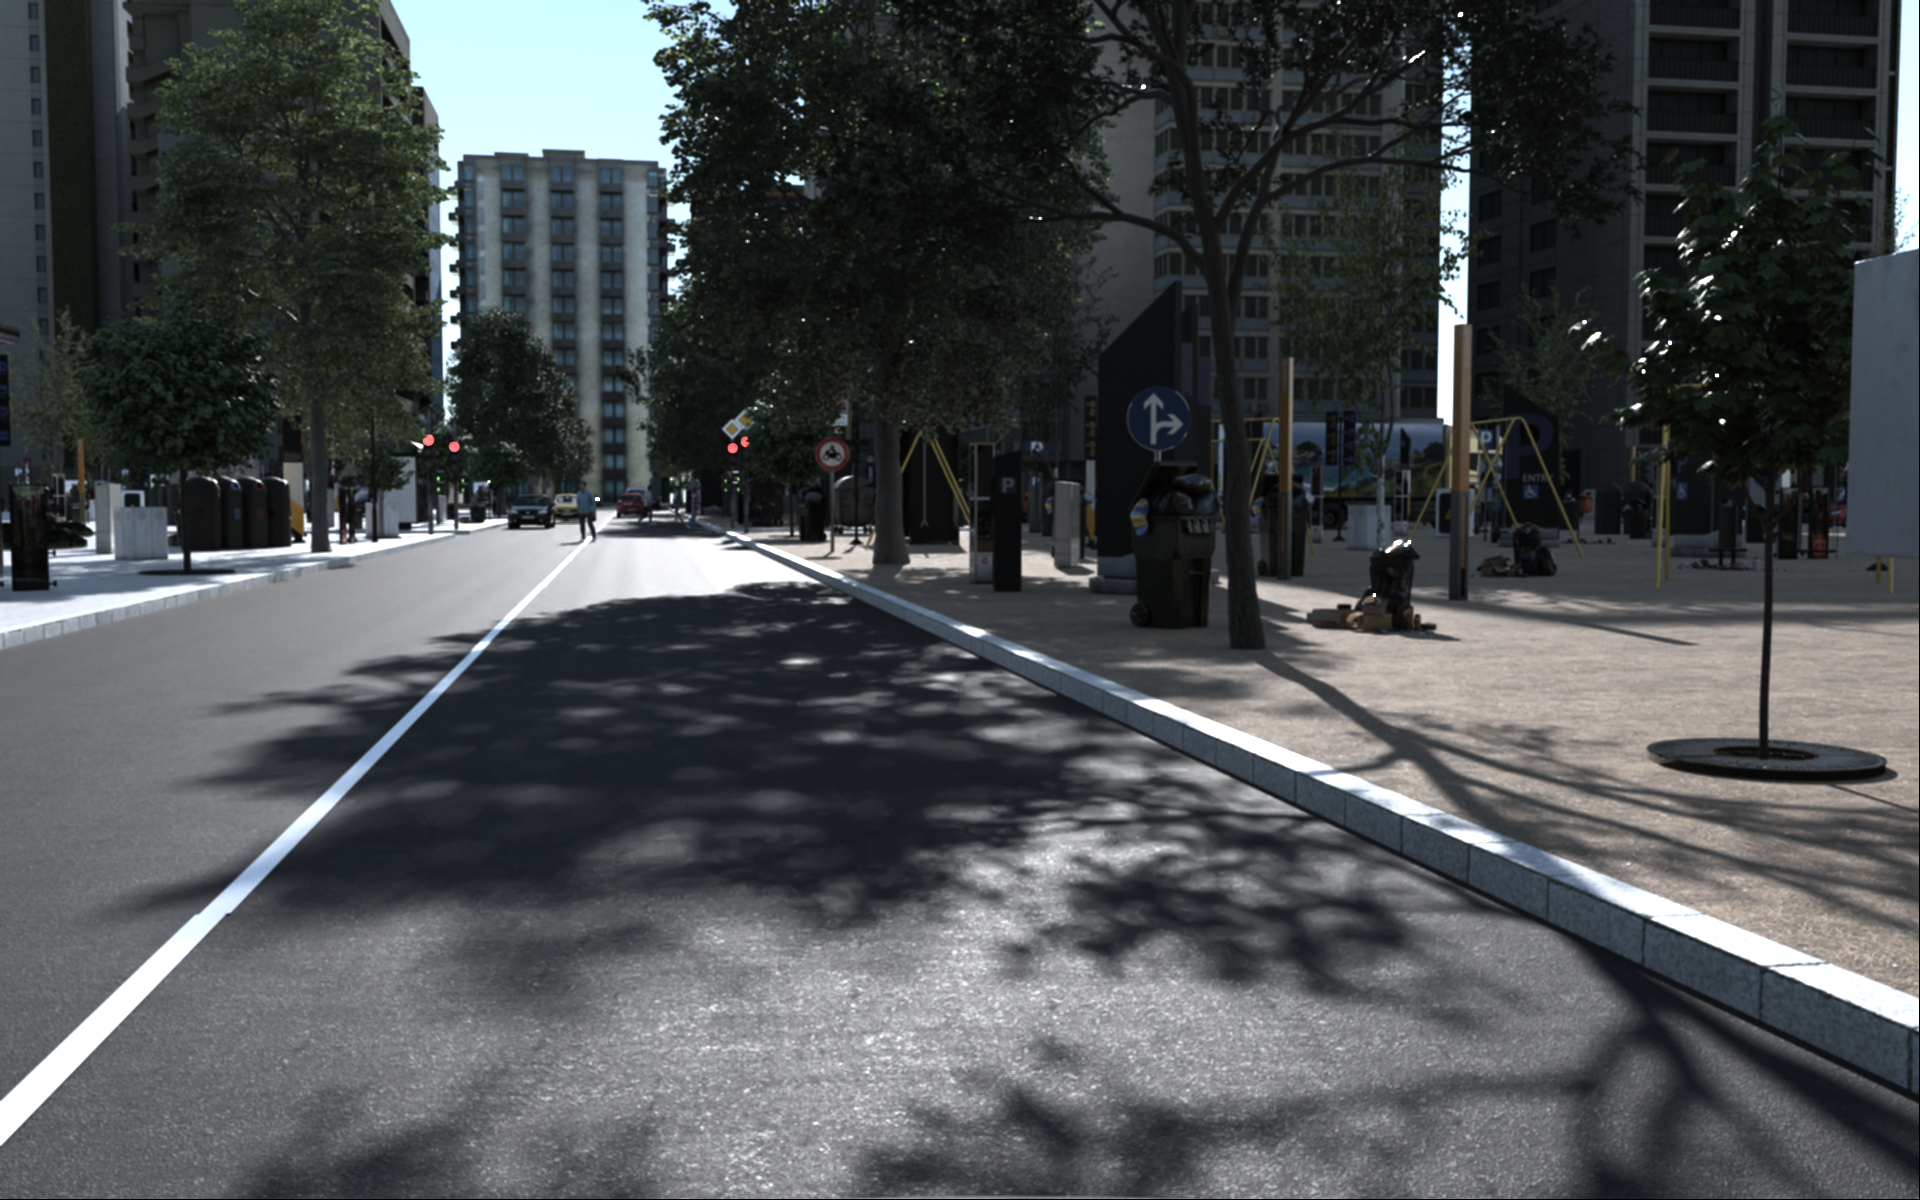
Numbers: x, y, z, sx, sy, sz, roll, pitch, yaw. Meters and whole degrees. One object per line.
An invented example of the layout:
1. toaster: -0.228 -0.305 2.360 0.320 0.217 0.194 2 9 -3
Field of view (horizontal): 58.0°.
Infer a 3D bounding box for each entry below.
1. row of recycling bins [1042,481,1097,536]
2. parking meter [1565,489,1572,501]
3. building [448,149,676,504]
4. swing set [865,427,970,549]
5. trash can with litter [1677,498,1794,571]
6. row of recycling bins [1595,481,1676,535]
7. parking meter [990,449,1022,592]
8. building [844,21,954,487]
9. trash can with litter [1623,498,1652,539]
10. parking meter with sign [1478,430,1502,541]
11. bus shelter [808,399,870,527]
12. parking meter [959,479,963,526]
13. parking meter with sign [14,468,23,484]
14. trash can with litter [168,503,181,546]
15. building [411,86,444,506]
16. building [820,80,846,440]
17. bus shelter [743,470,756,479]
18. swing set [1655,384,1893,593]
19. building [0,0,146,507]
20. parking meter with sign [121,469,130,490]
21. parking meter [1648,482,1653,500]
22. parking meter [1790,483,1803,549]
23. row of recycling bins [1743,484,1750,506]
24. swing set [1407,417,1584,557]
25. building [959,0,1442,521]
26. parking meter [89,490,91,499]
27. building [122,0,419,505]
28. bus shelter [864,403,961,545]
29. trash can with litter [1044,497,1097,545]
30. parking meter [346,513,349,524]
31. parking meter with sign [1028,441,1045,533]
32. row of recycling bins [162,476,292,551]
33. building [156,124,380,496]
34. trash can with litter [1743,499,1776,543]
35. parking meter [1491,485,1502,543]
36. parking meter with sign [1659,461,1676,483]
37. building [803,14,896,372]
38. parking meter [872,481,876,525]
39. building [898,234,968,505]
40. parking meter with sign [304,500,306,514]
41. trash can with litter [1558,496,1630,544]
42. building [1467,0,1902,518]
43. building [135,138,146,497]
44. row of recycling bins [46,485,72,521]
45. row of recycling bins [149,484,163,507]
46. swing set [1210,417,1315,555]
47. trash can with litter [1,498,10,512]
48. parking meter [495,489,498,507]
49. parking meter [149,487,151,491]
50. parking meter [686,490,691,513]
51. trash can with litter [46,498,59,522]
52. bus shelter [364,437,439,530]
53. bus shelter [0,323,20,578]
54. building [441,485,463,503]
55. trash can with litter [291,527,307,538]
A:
1. row of recycling bins: 4.100 -2.833 53.437 3.534 1.692 1.069 -2 4 -34
2. parking meter: 30.862 -4.861 87.882 0.372 1.533 0.369 0 3 0
3. building: -55.344 -38.147 243.313 30.456 49.044 23.786 -1 4 -11
4. swing set: -0.856 -2.690 41.598 2.862 2.851 3.119 0 4 -3
5. trash can with litter: 13.206 -1.154 29.922 1.678 1.210 2.233 0 4 1
6. row of recycling bins: 21.978 -2.922 54.885 3.534 1.692 1.069 2 4 28
7. parking meter: 0.602 -1.045 22.789 0.399 1.863 0.255 0 4 -5
8. building: -3.500 -28.816 154.731 14.154 41.232 14.086 -1 4 -11
9. trash can with litter: 19.583 -2.338 49.615 1.055 1.170 0.624 -1 4 -21
10. parking meter with sign: 14.994 -3.134 47.509 1.738 3.016 0.543 -2 4 -33
11. bus shelter: -5.306 -5.697 70.777 2.179 5.291 8.768 -1 4 -11
12. parking meter: -0.080 -3.883 69.192 0.255 1.863 0.399 3 5 41
13. parking meter with sign: -63.266 -7.371 116.771 0.543 3.016 1.738 -1 4 -18
14. trash can with litter: -19.197 -1.909 42.600 1.055 1.170 0.624 2 4 33
15. building: -63.761 -32.779 186.040 14.200 45.320 14.600 -1 4 -11
16. building: -5.915 -31.737 169.010 14.600 45.320 14.200 -1 4 -11
17. bus shelter: -13.774 -8.547 117.376 2.179 5.291 8.768 -1 4 -11
18. swing set: 11.280 -1.632 24.306 3.119 2.851 2.862 2 4 25
19. building: -97.889 -38.754 175.629 28.212 58.520 21.231 -1 4 -11
20. parking meter with sign: -57.643 -7.537 119.494 0.543 3.016 1.738 -1 4 -21
21. parking meter: 34.130 -4.875 85.410 0.399 1.863 0.255 1 4 21
22. parking meter: 19.430 -1.956 40.386 0.372 1.533 0.369 0 3 0
23. row of recycling bins: 33.240 -4.035 73.082 1.069 1.692 3.534 2 4 28
24. swing set: 11.174 -2.383 36.587 2.862 2.851 3.119 0 4 -4
25. building: 13.225 -24.764 96.775 23.993 40.220 32.217 -1 4 -11
26. parking meter: -48.417 -5.386 96.466 0.372 1.533 0.369 0 3 0
27. building: -61.548 -32.555 155.982 21.300 48.544 21.600 -1 4 -11
28. bus shelter: -1.331 -3.390 46.717 1.731 3.624 6.357 -1 4 -11
29. trash can with litter: 3.128 -1.991 43.617 2.233 1.210 1.678 -1 4 -13
30. parking meter: -26.736 -4.097 75.402 0.372 1.533 0.369 0 3 0
31. parking meter with sign: 2.520 -3.743 57.465 0.543 3.016 1.738 0 4 1
32. row of recycling bins: -17.061 -2.060 40.791 1.069 1.692 3.534 1 4 13
33. building: -55.023 -22.483 139.294 14.160 30.474 14.107 -1 4 -11
34. trash can with litter: 21.138 -2.091 45.567 1.055 1.170 0.624 0 4 3
35. parking meter: 14.180 -2.271 45.537 0.372 1.533 0.369 0 3 0
36. parking meter with sign: 34.882 -5.407 84.665 0.543 3.016 1.738 -1 4 -10
37. building: -2.472 -36.781 190.600 28.713 52.752 27.495 -1 4 -11
38. parking meter: -3.468 -4.069 72.232 0.399 1.863 0.255 1 4 15
39. building: 9.677 -17.419 129.847 27.650 21.520 28.899 -1 4 -11
40. parking meter with sign: -43.081 -7.115 112.597 0.543 3.016 1.738 0 4 2
41. trash can with litter: 16.155 -2.071 44.911 2.233 1.210 1.678 2 4 33
42. building: 43.534 -40.389 98.605 20.611 71.187 20.563 -1 4 -11
43. building: -77.647 -30.575 183.488 14.086 41.232 14.154 -1 4 -11
44. row of recycling bins: -42.865 -4.542 81.380 1.069 1.692 3.534 1 4 11
45. row of recycling bins: -32.632 -3.973 72.064 3.534 1.692 1.069 3 5 39
46. swing set: 5.536 -2.361 36.220 2.862 2.851 3.119 -3 5 -44
47. trash can with litter: -69.239 -6.977 125.459 1.055 1.170 0.624 -2 4 -35
48. parking meter: -35.494 -7.795 133.159 0.399 1.863 0.255 -2 4 -28
49. parking meter: -59.251 -7.420 127.027 0.255 1.863 0.399 1 4 15
50. parking meter: -18.287 -6.620 116.648 0.372 1.533 0.369 0 3 0
51. trash can with litter: -32.251 -3.083 61.789 0.624 1.170 1.055 3 4 39
52. bus shelter: -20.729 -4.321 64.568 2.014 3.302 5.546 -1 4 -11
53. bus shelter: -11.967 -2.414 17.102 2.179 5.291 8.768 -1 4 -11
54. building: -84.676 -39.747 239.107 27.495 52.752 28.713 -1 4 -11
55. trash can with litter: -20.160 -2.495 51.846 1.678 1.210 2.233 -1 4 -14
